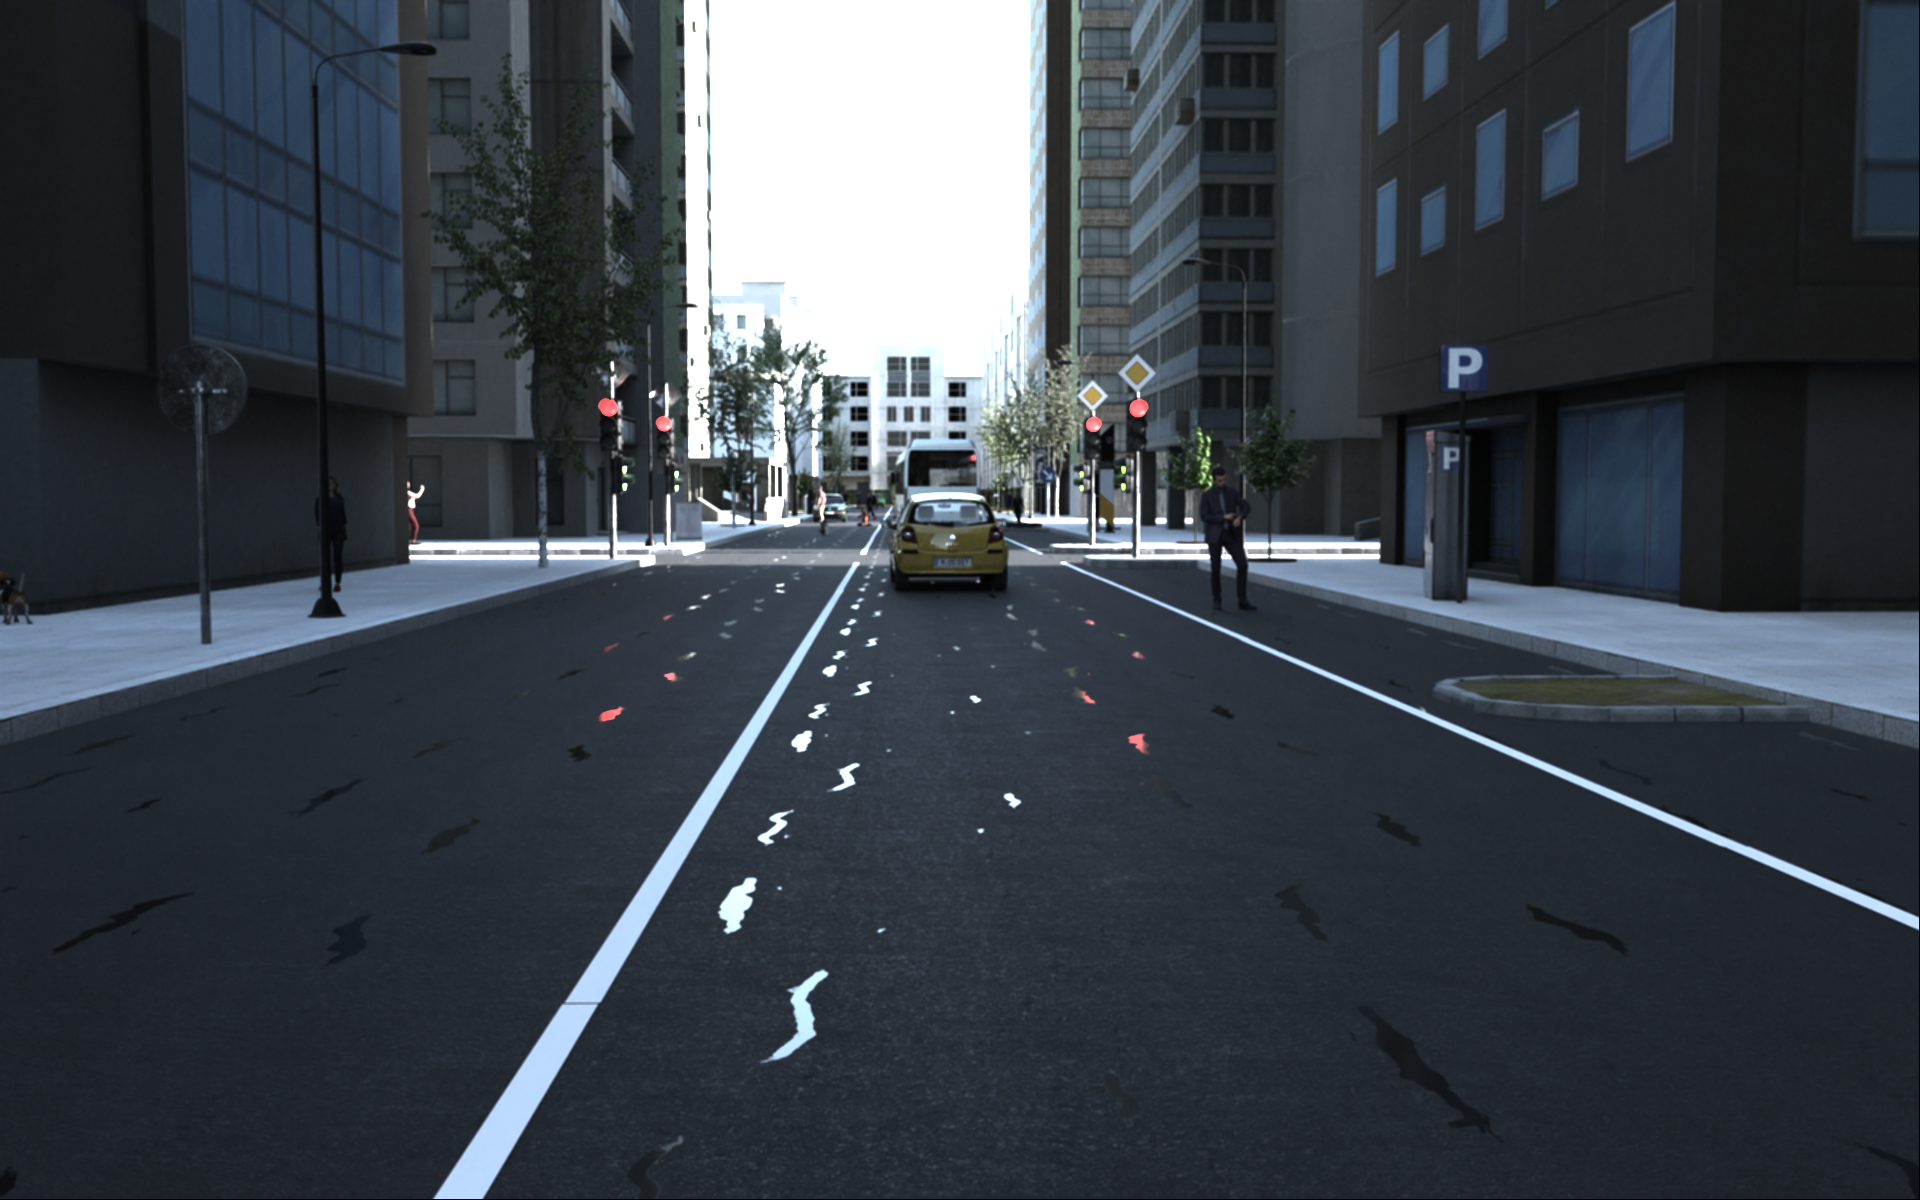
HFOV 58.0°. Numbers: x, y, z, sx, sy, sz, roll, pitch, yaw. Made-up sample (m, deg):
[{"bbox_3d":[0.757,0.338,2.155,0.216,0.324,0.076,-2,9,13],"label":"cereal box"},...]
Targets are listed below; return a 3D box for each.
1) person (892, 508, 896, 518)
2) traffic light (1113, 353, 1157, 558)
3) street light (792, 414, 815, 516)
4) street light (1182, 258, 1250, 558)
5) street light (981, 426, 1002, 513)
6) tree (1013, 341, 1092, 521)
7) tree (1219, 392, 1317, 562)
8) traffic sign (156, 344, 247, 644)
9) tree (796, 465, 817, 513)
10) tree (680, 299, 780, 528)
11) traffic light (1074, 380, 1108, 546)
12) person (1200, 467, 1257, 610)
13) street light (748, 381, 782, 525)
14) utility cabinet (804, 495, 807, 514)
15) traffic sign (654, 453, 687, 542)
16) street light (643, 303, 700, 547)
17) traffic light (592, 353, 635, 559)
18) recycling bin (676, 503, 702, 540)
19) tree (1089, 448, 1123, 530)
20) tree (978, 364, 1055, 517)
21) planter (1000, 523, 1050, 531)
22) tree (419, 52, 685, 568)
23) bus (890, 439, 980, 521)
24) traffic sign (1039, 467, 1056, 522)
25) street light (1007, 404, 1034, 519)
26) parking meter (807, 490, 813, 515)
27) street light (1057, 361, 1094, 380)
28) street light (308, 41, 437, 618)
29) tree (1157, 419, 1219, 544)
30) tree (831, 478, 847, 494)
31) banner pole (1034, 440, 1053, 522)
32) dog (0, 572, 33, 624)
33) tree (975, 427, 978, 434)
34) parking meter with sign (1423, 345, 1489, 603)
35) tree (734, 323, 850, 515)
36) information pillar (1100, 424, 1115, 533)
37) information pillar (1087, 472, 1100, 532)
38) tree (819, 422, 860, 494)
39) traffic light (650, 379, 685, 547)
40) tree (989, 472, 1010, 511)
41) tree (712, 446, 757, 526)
[{"bbox_3d":[-3.644,-5.276,103.045,0.655,0.850,0.859,-1,4,-18],"label":"person"},{"bbox_3d":[3.510,-2.800,34.699,0.839,4.253,0.868,0,4,-2],"label":"traffic light"},{"bbox_3d":[-9.095,-7.838,100.686,1.470,5.913,1.316,0,4,-2],"label":"street light"},{"bbox_3d":[5.065,-3.778,34.313,1.470,5.913,1.316,0,4,-2],"label":"street light"},{"bbox_3d":[2.149,-8.886,117.834,1.470,5.913,1.316,0,4,-2],"label":"street light"},{"bbox_3d":[4.612,-8.130,83.284,4.360,8.622,3.978,0,3,0],"label":"tree"},{"bbox_3d":[5.910,-2.336,32.800,1.663,3.219,1.824,0,3,0],"label":"tree"},{"bbox_3d":[-6.452,-0.896,14.749,0.768,2.556,0.104,0,4,-1],"label":"traffic sign"},{"bbox_3d":[-10.626,-7.471,116.748,1.663,3.219,1.824,0,3,0],"label":"tree"},{"bbox_3d":[-8.581,-7.002,64.842,4.360,8.622,3.978,0,3,0],"label":"tree"},{"bbox_3d":[3.235,-3.288,42.680,0.839,4.253,0.868,0,4,-2],"label":"traffic light"},{"bbox_3d":[3.323,-0.760,21.369,0.683,1.767,0.568,-1,4,-11],"label":"person"},{"bbox_3d":[-8.011,-6.027,71.088,1.470,5.913,1.316,0,4,-2],"label":"street light"},{"bbox_3d":[-9.755,-6.129,111.368,0.306,1.237,1.020,-1,4,-20],"label":"utility cabinet"},{"bbox_3d":[-7.717,-2.825,46.195,0.884,2.594,0.081,0,4,-1],"label":"traffic sign"},{"bbox_3d":[-7.027,-4.261,42.202,1.470,5.913,1.316,0,4,-2],"label":"street light"},{"bbox_3d":[-6.884,-2.777,34.326,0.839,4.253,0.868,0,4,-2],"label":"traffic light"},{"bbox_3d":[-7.629,-2.215,48.774,0.722,1.027,0.722,-1,4,-8],"label":"recycling bin"},{"bbox_3d":[5.223,-4.188,63.081,1.663,3.219,1.824,0,3,0],"label":"tree"},{"bbox_3d":[3.550,-9.089,98.967,4.737,8.622,4.395,0,3,0],"label":"tree"},{"bbox_3d":[2.423,-2.832,67.439,1.991,0.319,1.994,0,4,-2],"label":"planter"},{"bbox_3d":[-7.016,-4.866,29.922,4.737,8.622,4.395,0,3,0],"label":"tree"},{"bbox_3d":[-1.000,-4.266,64.609,2.948,3.499,13.247,0,4,-4],"label":"bus"},{"bbox_3d":[4.068,-4.906,80.315,0.768,2.556,0.104,0,4,6],"label":"traffic sign"},{"bbox_3d":[3.105,-7.133,89.170,1.470,5.913,1.316,0,4,-2],"label":"street light"},{"bbox_3d":[-9.417,-6.124,108.537,0.372,1.533,0.369,0,3,0],"label":"parking meter"},{"bbox_3d":[4.082,-5.380,60.507,1.470,5.913,1.316,0,4,-2],"label":"street light"},{"bbox_3d":[-6.074,-2.776,17.927,1.470,5.913,1.316,0,4,-2],"label":"street light"},{"bbox_3d":[6.172,-3.064,44.697,1.663,3.219,1.824,0,3,0],"label":"tree"},{"bbox_3d":[-13.185,-11.763,186.933,1.663,3.219,1.824,0,3,0],"label":"tree"},{"bbox_3d":[3.891,-5.552,80.800,0.863,3.779,0.401,0,4,2],"label":"banner pole"},{"bbox_3d":[-9.392,-0.020,17.162,0.540,0.507,0.406,0,4,7],"label":"dog"},{"bbox_3d":[3.044,-10.678,124.946,4.737,8.622,4.395,0,3,0],"label":"tree"},{"bbox_3d":[5.968,-1.521,21.124,0.543,3.016,1.738,0,4,6],"label":"parking meter with sign"},{"bbox_3d":[-10.350,-11.038,106.229,9.928,11.665,9.643,0,3,0],"label":"tree"},{"bbox_3d":[4.901,-4.049,57.557,0.504,3.616,0.183,1,4,19],"label":"information pillar"},{"bbox_3d":[4.527,-3.315,58.692,0.304,2.012,0.304,-3,5,-40],"label":"information pillar"},{"bbox_3d":[-12.211,-13.592,172.585,4.737,8.622,4.395,0,3,0],"label":"tree"},{"bbox_3d":[-7.160,-3.265,42.306,0.839,4.253,0.868,0,4,-2],"label":"traffic light"},{"bbox_3d":[3.238,-8.323,130.682,1.663,3.219,1.824,0,3,0],"label":"tree"},{"bbox_3d":[-9.158,-4.565,69.232,1.663,3.219,1.824,0,3,0],"label":"tree"}]
